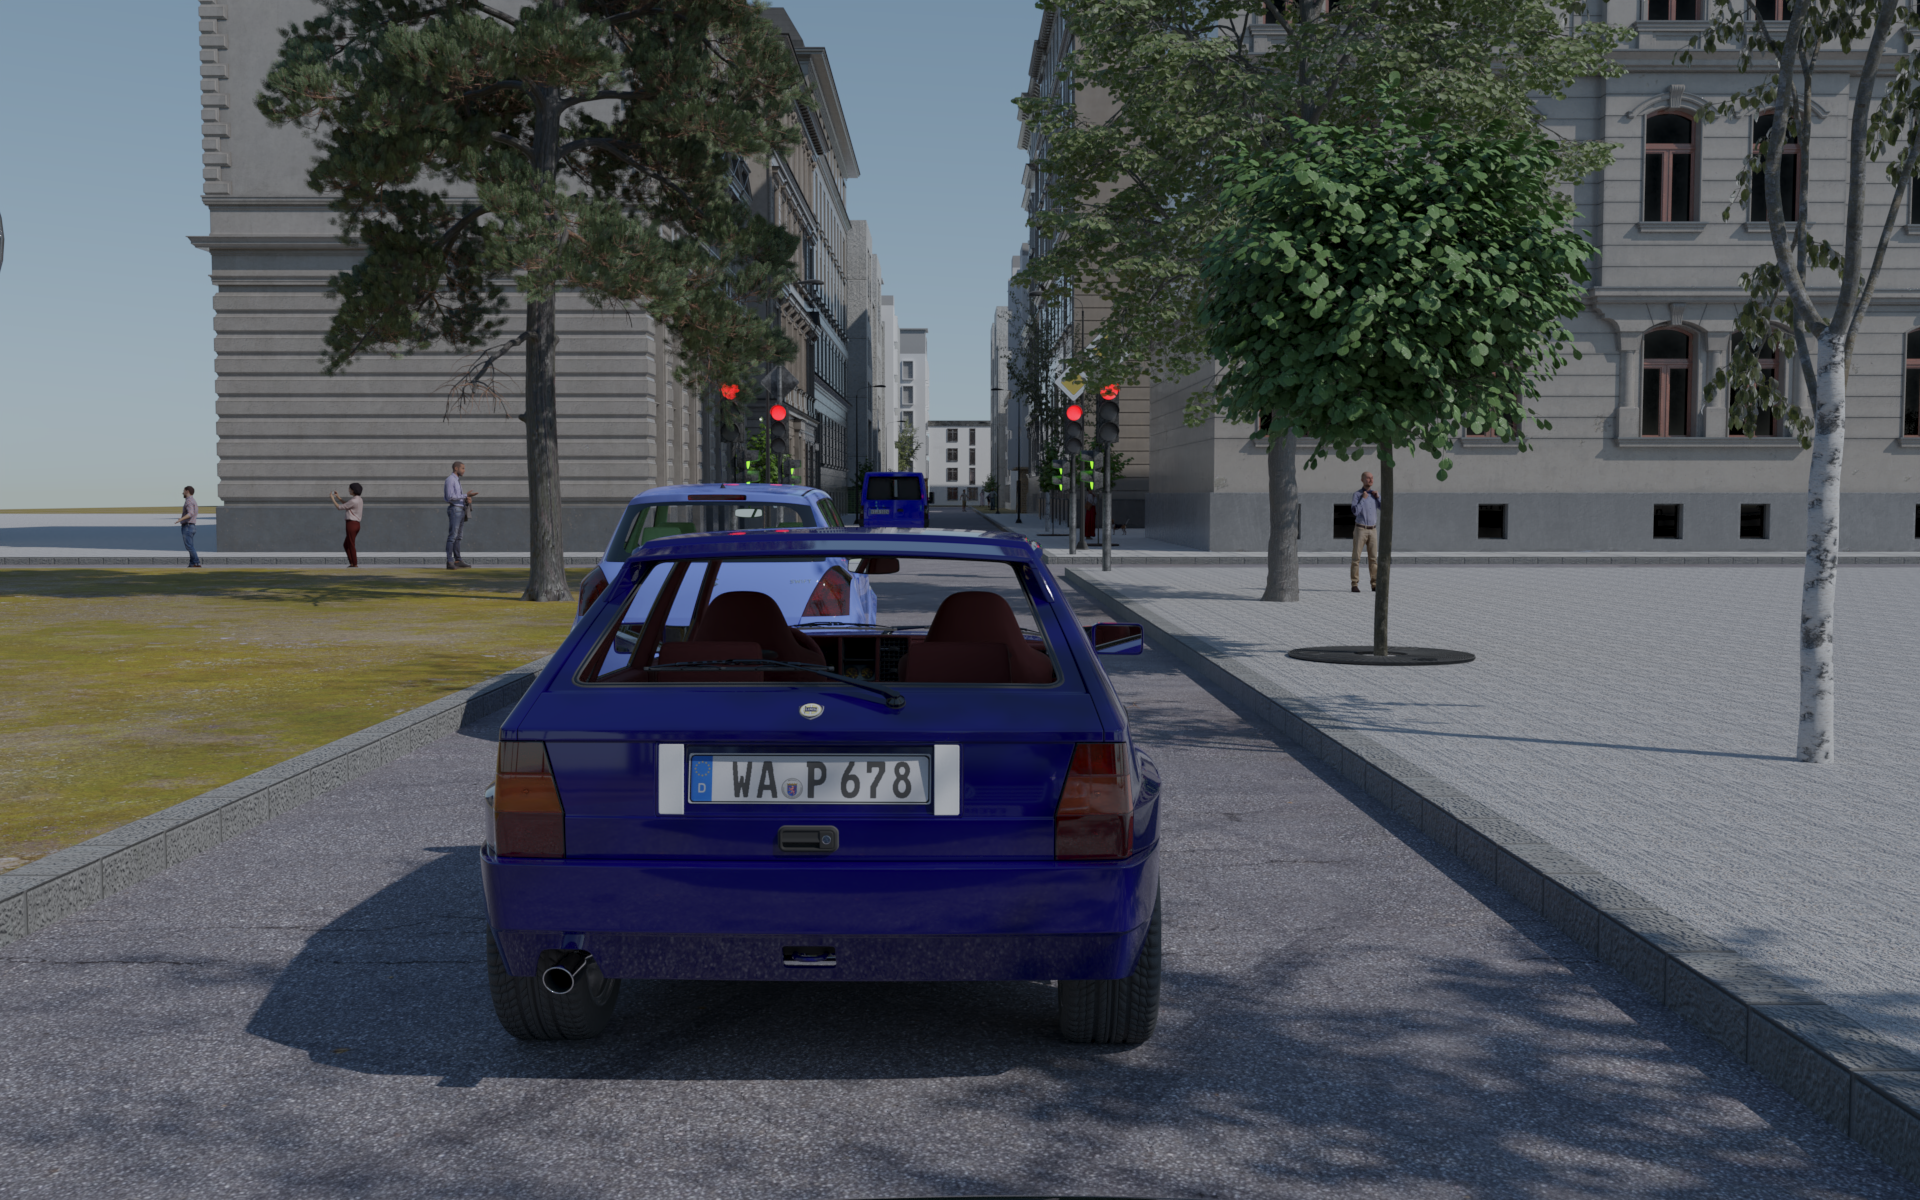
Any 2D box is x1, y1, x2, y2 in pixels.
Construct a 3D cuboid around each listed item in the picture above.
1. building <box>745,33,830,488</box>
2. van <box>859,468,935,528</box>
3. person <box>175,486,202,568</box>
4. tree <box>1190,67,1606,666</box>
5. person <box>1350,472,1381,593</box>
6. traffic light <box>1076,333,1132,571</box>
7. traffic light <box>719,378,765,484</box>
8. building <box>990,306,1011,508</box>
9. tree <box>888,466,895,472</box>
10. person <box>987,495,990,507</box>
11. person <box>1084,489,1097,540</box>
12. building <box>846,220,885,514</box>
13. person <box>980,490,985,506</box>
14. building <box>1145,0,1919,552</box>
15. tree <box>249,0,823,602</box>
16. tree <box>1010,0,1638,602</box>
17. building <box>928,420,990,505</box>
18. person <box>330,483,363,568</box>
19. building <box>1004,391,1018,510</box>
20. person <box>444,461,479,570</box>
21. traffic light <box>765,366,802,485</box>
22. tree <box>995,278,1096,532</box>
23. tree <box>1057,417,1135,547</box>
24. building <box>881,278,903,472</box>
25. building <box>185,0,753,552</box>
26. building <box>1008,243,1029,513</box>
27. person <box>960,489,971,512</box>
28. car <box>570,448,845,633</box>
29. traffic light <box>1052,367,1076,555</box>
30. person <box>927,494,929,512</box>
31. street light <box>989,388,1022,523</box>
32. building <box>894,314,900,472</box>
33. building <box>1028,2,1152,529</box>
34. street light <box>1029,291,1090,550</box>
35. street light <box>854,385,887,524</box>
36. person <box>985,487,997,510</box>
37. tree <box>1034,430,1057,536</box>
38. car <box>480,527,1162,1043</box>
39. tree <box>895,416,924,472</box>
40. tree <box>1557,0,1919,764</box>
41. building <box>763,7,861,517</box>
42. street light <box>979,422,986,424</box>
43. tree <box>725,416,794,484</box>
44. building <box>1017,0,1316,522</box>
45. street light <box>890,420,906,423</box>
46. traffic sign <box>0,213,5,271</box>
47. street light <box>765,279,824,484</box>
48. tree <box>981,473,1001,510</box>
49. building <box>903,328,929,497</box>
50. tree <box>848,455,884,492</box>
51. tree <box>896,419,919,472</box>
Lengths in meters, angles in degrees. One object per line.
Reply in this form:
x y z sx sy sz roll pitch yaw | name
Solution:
-10.897 -12.339 66.367 10.561 19.102 19.286 0 4 0 | building
-1.850 -2.783 49.887 2.240 2.365 5.245 0 4 -1 | van
-14.294 -1.322 32.079 0.435 1.587 0.963 -1 4 -22 | person
3.266 -1.816 13.400 4.285 4.588 4.351 0 3 0 | tree
5.332 -0.889 22.638 0.516 1.574 0.319 -1 4 -13 | person
2.420 -2.413 28.702 0.839 4.213 0.868 0 4 0 | traffic light
-3.741 -2.410 28.651 0.839 4.213 0.868 0 4 0 | traffic light
11.751 -18.662 171.581 16.747 18.905 31.486 0 4 0 | building
-4.735 -7.548 118.014 1.663 3.219 1.824 0 3 0 | tree
2.905 -9.594 166.141 0.697 1.427 0.421 0 4 -3 | person
3.684 -2.471 48.904 0.387 1.526 0.523 0 4 1 | person
-14.494 -15.978 127.699 16.747 18.905 31.486 0 4 0 | building
2.317 -10.596 179.949 0.621 1.740 0.551 3 5 40 | person
16.611 -15.678 43.730 23.554 28.519 14.401 0 4 0 | building
-5.032 -6.029 20.626 6.751 12.117 7.091 0 3 0 | tree
4.261 -6.264 20.544 7.486 12.596 7.792 0 3 0 | tree
10.363 -15.883 201.837 28.070 9.664 9.099 0 4 0 | building
-11.432 -1.368 32.323 0.566 1.644 0.517 3 5 39 | person
8.560 -12.192 141.486 9.099 9.664 28.070 0 4 0 | building
-8.482 -1.448 29.580 0.599 1.838 0.709 0 4 -2 | person
-3.786 -2.899 36.636 0.839 4.213 0.868 0 4 0 | traffic light
3.171 -6.633 58.813 4.360 8.622 3.978 0 3 0 | tree
3.401 -2.951 42.856 1.663 3.219 1.824 0 3 0 | tree
-13.356 -17.929 149.566 16.016 20.091 11.380 0 4 0 | building
-11.628 -13.320 46.653 11.050 23.489 19.941 0 4 0 | building
11.427 -16.198 121.250 16.016 20.091 11.380 0 4 0 | building
0.372 -8.165 142.004 0.705 1.824 1.348 3 5 39 | person
-1.416 -0.107 11.334 1.945 1.707 3.694 0 4 -1 | car
2.375 -2.902 36.687 0.839 4.213 0.868 0 4 0 | traffic light
-2.489 -7.326 131.511 0.991 1.433 0.599 -1 4 -16 | person
2.044 -6.325 75.948 1.470 5.913 1.316 0 4 0 | street light
-22.176 -19.105 178.816 31.486 18.905 16.747 0 4 0 | building
9.730 -17.030 75.699 12.463 27.353 25.104 0 4 0 | building
2.269 -4.110 39.738 1.470 5.913 1.316 0 4 0 | street light
-3.843 -6.186 73.686 1.470 5.913 1.316 0 4 0 | street light
2.549 -7.960 136.272 1.350 1.814 0.705 3 5 44 | person
2.817 -3.565 52.891 1.663 3.219 1.824 0 3 0 | tree
-0.311 0.410 5.877 1.945 1.354 3.894 0 4 1 | car
-5.590 -12.916 161.541 4.737 8.622 4.395 0 3 0 | tree
4.341 -3.532 8.108 4.360 8.622 3.978 0 3 0 | tree
-14.018 -15.754 90.860 16.112 22.955 30.059 0 4 0 | building
1.899 -8.502 111.548 1.470 5.913 1.316 0 4 0 | street light
-5.006 -2.962 43.032 1.663 3.219 1.824 0 3 0 | tree
10.580 -19.117 99.951 14.401 28.519 23.554 0 4 0 | building
-4.108 -8.356 109.153 1.470 5.913 1.316 0 4 0 | street light
-3.717 -0.364 6.056 0.768 2.556 0.104 0 4 2 | traffic sign
-3.634 -3.978 37.586 1.470 5.913 1.316 0 4 0 | street light
2.654 -9.093 143.273 1.663 3.219 1.824 0 3 0 | tree
-9.375 -21.250 203.856 11.380 20.091 16.016 0 4 0 | building
-4.685 -5.531 85.033 1.663 3.219 1.824 0 3 0 | tree
-5.720 -13.316 168.083 4.360 8.622 3.978 0 3 0 | tree
